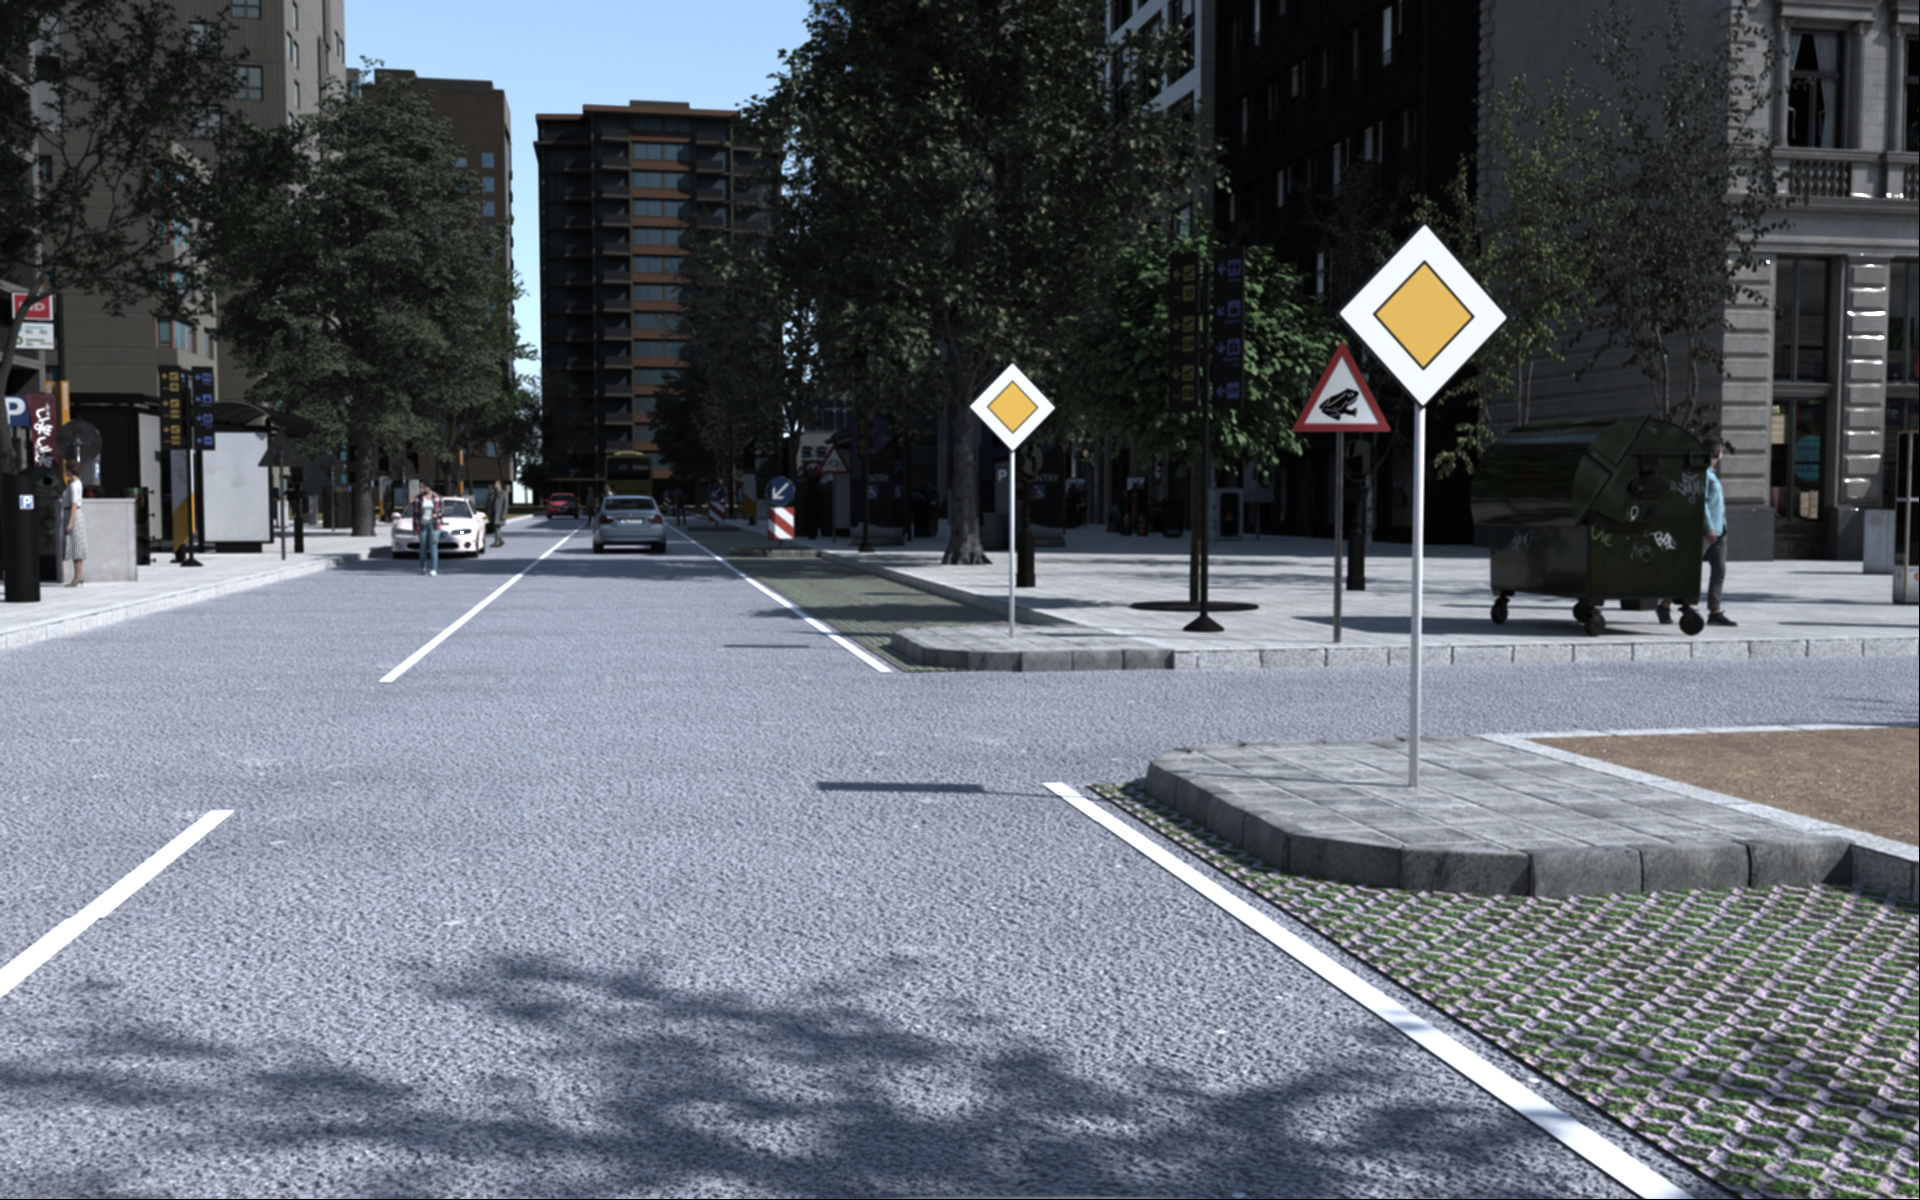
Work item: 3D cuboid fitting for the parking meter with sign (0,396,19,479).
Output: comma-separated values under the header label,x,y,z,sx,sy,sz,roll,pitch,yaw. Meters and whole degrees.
label,x,y,z,sx,sy,sz,roll,pitch,yaw
parking meter with sign,-16.617,-2.058,29.901,0.543,3.016,1.738,-1,4,-8

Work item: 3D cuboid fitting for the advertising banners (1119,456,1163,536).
label,x,y,z,sx,sy,sz,roll,pitch,yaw
advertising banners,5.535,-3.457,52.704,0.090,3.025,2.074,-2,4,-34

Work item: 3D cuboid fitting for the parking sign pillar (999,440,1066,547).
label,x,y,z,sx,sy,sz,roll,pitch,yaw
parking sign pillar,1.869,-3.297,42.382,1.447,3.967,1.447,-1,4,-10

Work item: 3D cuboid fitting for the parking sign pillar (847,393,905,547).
label,x,y,z,sx,sy,sz,roll,pitch,yaw
parking sign pillar,-2.078,-3.329,42.895,1.447,3.967,1.447,2,4,31

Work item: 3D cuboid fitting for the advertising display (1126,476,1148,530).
label,x,y,z,sx,sy,sz,roll,pitch,yaw
advertising display,6.333,-3.479,62.103,0.123,1.923,0.974,-3,5,-40

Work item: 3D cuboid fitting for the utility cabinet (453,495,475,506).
label,x,y,z,sx,sy,sz,roll,pitch,yaw
utility cabinet,-24.595,-4.572,85.906,1.020,1.237,0.306,-1,4,-15

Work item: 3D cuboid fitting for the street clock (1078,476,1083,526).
label,x,y,z,sx,sy,sz,roll,pitch,yaw
street clock,4.884,-4.035,70.548,0.471,2.002,0.358,1,4,20

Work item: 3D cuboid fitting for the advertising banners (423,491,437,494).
label,x,y,z,sx,sy,sz,roll,pitch,yaw
advertising banners,-25.012,-5.172,80.757,0.090,3.025,2.074,2,4,23

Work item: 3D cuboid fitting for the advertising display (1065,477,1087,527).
label,x,y,z,sx,sy,sz,roll,pitch,yaw
advertising display,4.373,-3.747,66.475,0.974,1.923,0.123,0,4,-3

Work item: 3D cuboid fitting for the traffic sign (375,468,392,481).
label,x,y,z,sx,sy,sz,roll,pitch,yaw
traffic sign,-26.772,-4.917,80.498,0.768,2.556,0.104,0,4,-8

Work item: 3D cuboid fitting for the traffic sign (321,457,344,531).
label,x,y,z,sx,sy,sz,roll,pitch,yaw
traffic sign,-21.571,-3.635,59.539,0.768,2.556,0.104,0,4,-6

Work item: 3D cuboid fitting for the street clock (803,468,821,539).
label,x,y,z,sx,sy,sz,roll,pitch,yaw
street clock,-4.182,-2.717,48.993,0.471,2.002,0.358,0,4,4

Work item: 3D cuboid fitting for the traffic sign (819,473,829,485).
label,x,y,z,sx,sy,sz,roll,pitch,yaw
traffic sign,-6.830,-5.297,86.707,0.768,2.556,0.104,0,4,-6

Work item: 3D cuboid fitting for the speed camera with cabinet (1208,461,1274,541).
label,x,y,z,sx,sy,sz,roll,pitch,yaw
speed camera with cabinet,7.711,-3.270,47.807,2.038,3.252,0.660,-2,4,-30

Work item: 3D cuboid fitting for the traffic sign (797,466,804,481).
label,x,y,z,sx,sy,sz,roll,pitch,yaw
traffic sign,-7.213,-4.805,78.573,0.884,2.594,0.081,-1,4,-10

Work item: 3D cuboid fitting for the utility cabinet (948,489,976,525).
label,x,y,z,sx,sy,sz,roll,pitch,yaw
utility cabinet,0.079,-3.864,71.861,1.173,1.500,0.318,0,4,0

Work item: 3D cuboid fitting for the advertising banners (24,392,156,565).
label,x,y,z,sx,sy,sz,roll,pitch,yaw
advertising banners,-15.351,-2.105,30.598,2.074,3.025,0.090,-3,5,-43

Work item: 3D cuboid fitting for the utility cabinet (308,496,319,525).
label,x,y,z,sx,sy,sz,roll,pitch,yaw
utility cabinet,-26.637,-3.681,71.338,0.306,1.237,1.020,-1,4,-15

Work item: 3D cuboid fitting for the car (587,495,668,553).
label,x,y,z,sx,sy,sz,roll,pitch,yaw
car,-8.312,-1.918,43.368,2.014,1.417,4.499,-1,4,-12

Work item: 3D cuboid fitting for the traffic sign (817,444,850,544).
label,x,y,z,sx,sy,sz,roll,pitch,yaw
traffic sign,-3.259,-2.743,44.850,0.884,2.594,0.081,0,4,-7

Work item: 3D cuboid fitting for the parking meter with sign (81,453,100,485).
label,x,y,z,sx,sy,sz,roll,pitch,yaw
parking meter with sign,-16.244,-2.181,31.913,1.738,3.016,0.543,-1,4,-13

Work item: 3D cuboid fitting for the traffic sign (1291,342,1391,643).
label,x,y,z,sx,sy,sz,roll,pitch,yaw
traffic sign,3.255,-0.910,14.876,0.884,2.594,0.081,-1,4,-9

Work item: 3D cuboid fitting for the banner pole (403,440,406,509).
label,x,y,z,sx,sy,sz,roll,pitch,yaw
banner pole,-25.254,-5.474,79.510,0.863,3.779,0.401,0,4,-6

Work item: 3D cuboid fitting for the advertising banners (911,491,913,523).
label,x,y,z,sx,sy,sz,roll,pitch,yaw
advertising banners,-2.239,-4.938,76.927,2.074,3.025,0.090,-1,4,-10

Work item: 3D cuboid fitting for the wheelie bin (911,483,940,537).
label,x,y,z,sx,sy,sz,roll,pitch,yaw
wheelie bin,-1.085,-2.668,51.526,0.693,1.594,0.980,1,4,18

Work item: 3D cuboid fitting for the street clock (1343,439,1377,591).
label,x,y,z,sx,sy,sz,roll,pitch,yaw
street clock,5.274,-1.129,23.028,0.471,2.002,0.358,-1,4,-10

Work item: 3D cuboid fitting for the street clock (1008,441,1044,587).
label,x,y,z,sx,sy,sz,roll,pitch,yaw
street clock,0.907,-1.179,23.852,0.471,2.002,0.358,-3,5,-43

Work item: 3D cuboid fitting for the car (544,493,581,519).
label,x,y,z,sx,sy,sz,roll,pitch,yaw
car,-23.420,-5.693,102.128,2.155,1.783,4.494,-1,4,-12

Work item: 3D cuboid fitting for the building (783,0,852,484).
label,x,y,z,sx,sy,sz,roll,pitch,yaw
building,-5.070,-54.274,200.044,31.000,86.520,22.319,-1,4,-11

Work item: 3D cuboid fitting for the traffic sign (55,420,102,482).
label,x,y,z,sx,sy,sz,roll,pitch,yaw
traffic sign,-15.207,-1.822,29.895,0.768,2.556,0.104,0,4,-4

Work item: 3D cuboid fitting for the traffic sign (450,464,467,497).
label,x,y,z,sx,sy,sz,roll,pitch,yaw
traffic sign,-21.415,-4.513,73.893,0.768,2.556,0.104,0,4,-7

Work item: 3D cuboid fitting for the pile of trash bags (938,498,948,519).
label,x,y,z,sx,sy,sz,roll,pitch,yaw
pile of trash bags,-1.318,-4.893,89.747,1.912,1.369,3.447,2,4,23

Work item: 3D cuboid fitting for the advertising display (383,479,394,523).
label,x,y,z,sx,sy,sz,roll,pitch,yaw
advertising display,-25.370,-4.384,76.889,0.123,1.923,0.974,-3,5,-40

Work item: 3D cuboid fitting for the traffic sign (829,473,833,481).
label,x,y,z,sx,sy,sz,roll,pitch,yaw
traffic sign,-5.045,-4.195,70.715,0.606,2.300,0.079,0,4,-5

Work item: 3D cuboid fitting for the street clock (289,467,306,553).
label,x,y,z,sx,sy,sz,roll,pitch,yaw
street clock,-14.438,-2.031,37.778,0.358,2.002,0.471,-1,4,-19

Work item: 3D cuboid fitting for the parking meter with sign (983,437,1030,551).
label,x,y,z,sx,sy,sz,roll,pitch,yaw
parking meter with sign,1.098,-2.675,39.996,0.543,3.016,1.738,2,4,28

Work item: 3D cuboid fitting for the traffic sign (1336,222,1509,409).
label,x,y,z,sx,sy,sz,roll,pitch,yaw
traffic sign,2.011,-0.324,7.496,0.795,2.593,0.064,-1,4,-11

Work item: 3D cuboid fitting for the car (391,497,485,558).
label,x,y,z,sx,sy,sz,roll,pitch,yaw
car,-12.072,-1.705,40.243,2.083,1.381,4.827,-1,4,-12

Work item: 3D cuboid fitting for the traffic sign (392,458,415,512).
label,x,y,z,sx,sy,sz,roll,pitch,yaw
traffic sign,-19.575,-3.722,60.955,0.768,2.556,0.104,0,4,-7

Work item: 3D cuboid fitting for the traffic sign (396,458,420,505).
label,x,y,z,sx,sy,sz,roll,pitch,yaw
traffic sign,-20.155,-3.869,63.262,0.884,2.594,0.081,-1,4,-9

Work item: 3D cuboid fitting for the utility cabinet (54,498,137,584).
label,x,y,z,sx,sy,sz,roll,pitch,yaw
utility cabinet,-12.569,-0.859,25.201,1.020,1.237,0.306,-3,5,-41

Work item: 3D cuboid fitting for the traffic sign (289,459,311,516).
label,x,y,z,sx,sy,sz,roll,pitch,yaw
traffic sign,-23.847,-3.824,62.628,0.768,2.556,0.104,0,4,-4

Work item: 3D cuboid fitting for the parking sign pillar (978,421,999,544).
label,x,y,z,sx,sy,sz,roll,pitch,yaw
parking sign pillar,1.164,-3.417,44.341,1.447,3.967,1.447,1,4,22

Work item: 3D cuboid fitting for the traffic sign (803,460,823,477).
label,x,y,z,sx,sy,sz,roll,pitch,yaw
traffic sign,-5.468,-3.949,64.669,0.768,2.556,0.104,0,4,-3

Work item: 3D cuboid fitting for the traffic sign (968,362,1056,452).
label,x,y,z,sx,sy,sz,roll,pitch,yaw
traffic sign,0.484,-0.804,15.334,0.795,2.593,0.064,-1,4,-11

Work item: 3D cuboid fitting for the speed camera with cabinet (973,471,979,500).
label,x,y,z,sx,sy,sz,roll,pitch,yaw
speed camera with cabinet,1.069,-4.534,68.461,2.038,3.252,0.660,3,5,41

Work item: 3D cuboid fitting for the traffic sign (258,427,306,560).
label,x,y,z,sx,sy,sz,roll,pitch,yaw
traffic sign,-13.158,-2.056,33.619,0.884,2.594,0.081,0,4,-7

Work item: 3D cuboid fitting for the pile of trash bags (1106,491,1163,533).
label,x,y,z,sx,sy,sz,roll,pitch,yaw
pile of trash bags,5.861,-2.938,57.790,1.912,1.369,3.447,0,4,3
